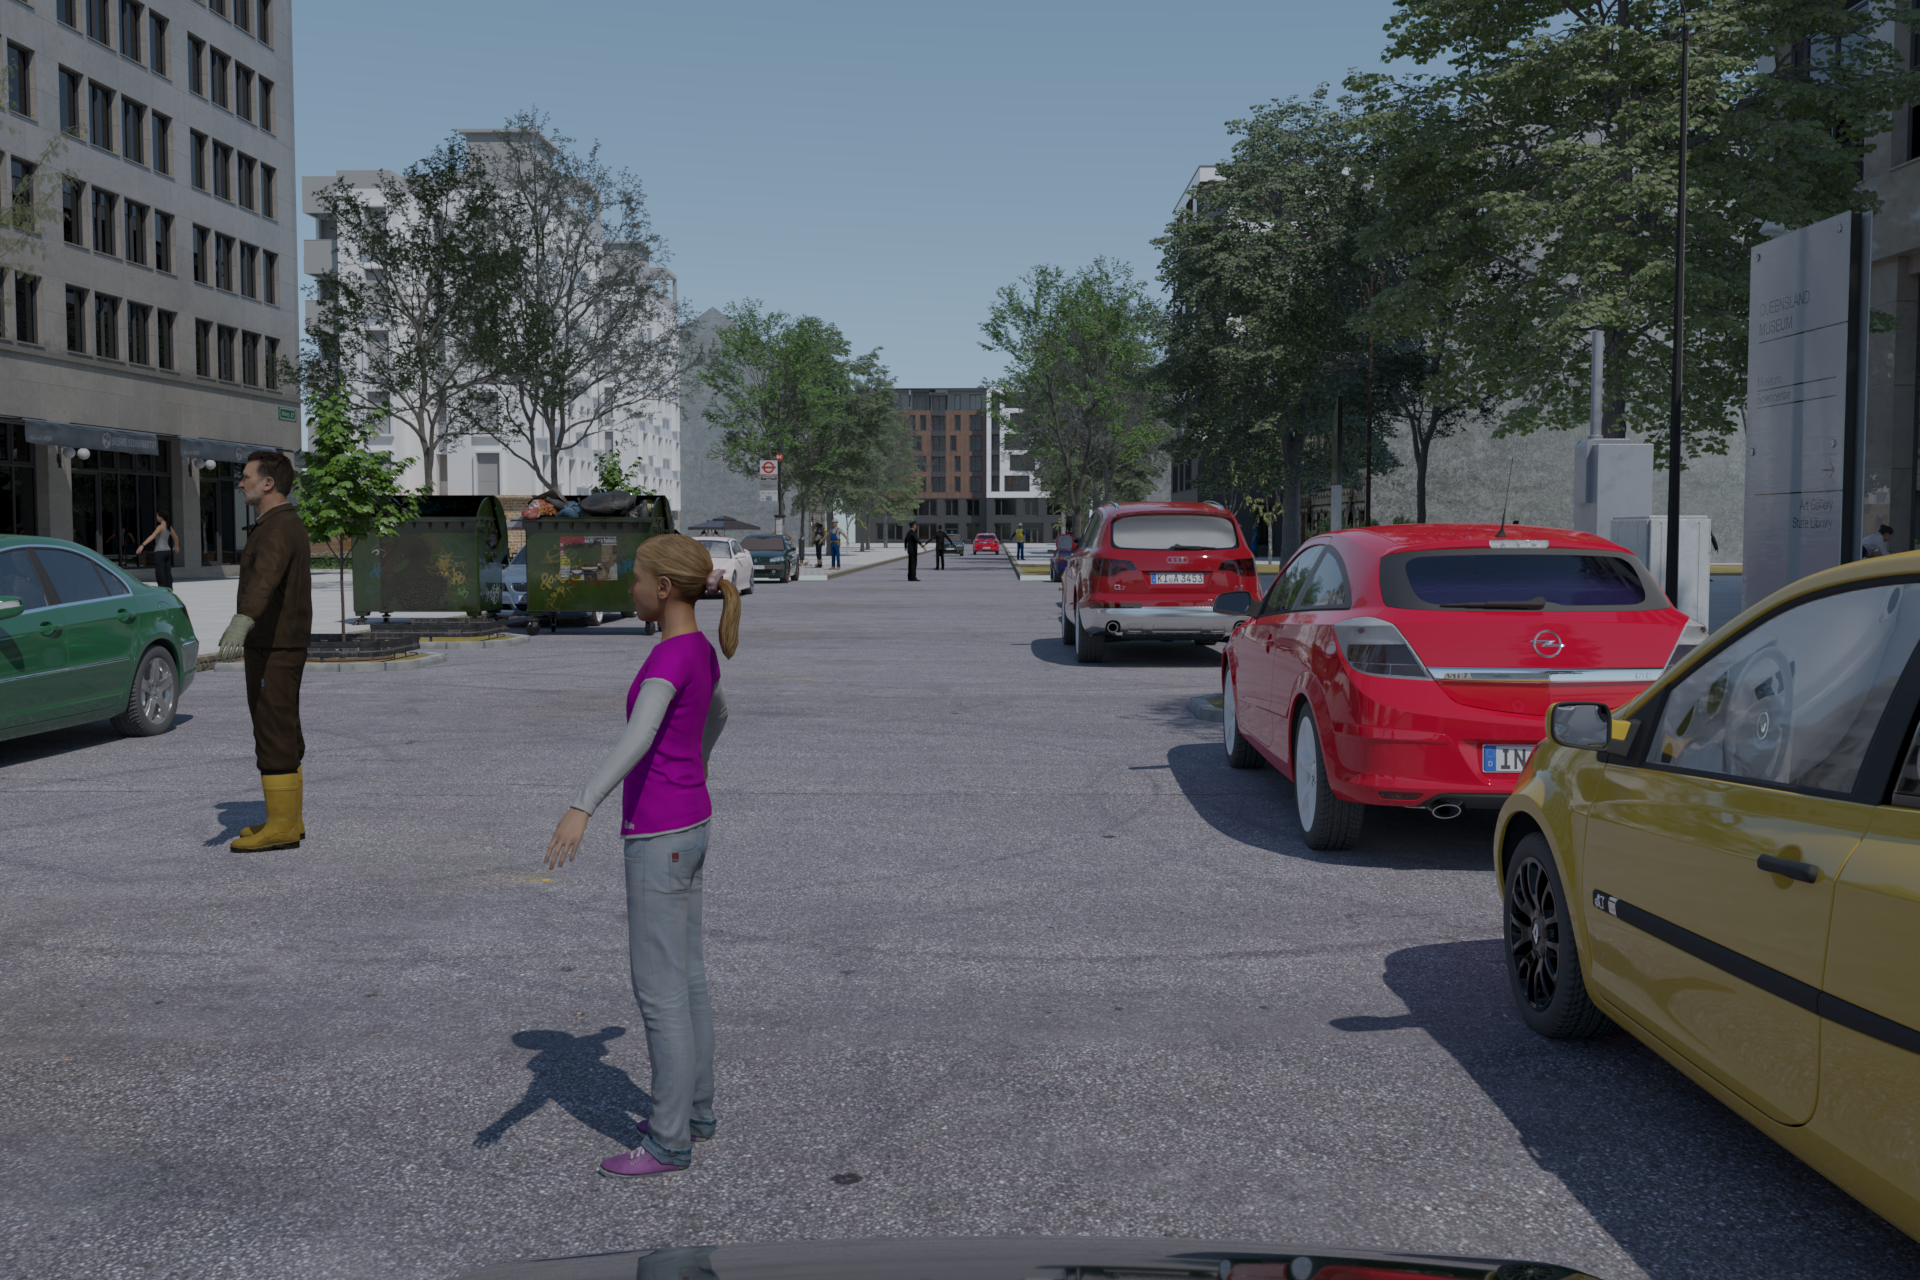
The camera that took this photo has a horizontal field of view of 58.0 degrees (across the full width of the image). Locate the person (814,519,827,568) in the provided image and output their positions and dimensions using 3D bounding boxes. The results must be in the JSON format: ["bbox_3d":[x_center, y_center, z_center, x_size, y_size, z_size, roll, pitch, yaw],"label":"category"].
[{"bbox_3d":[-5.380,-3.664,65.683,0.705,1.856,1.354,0,4,0],"label":"person"}]

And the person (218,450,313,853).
[{"bbox_3d":[-3.178,0.040,7.940,0.704,1.812,1.346,-1,4,-15],"label":"person"}]

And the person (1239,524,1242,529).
[{"bbox_3d":[13.874,-4.900,86.573,0.721,1.772,1.216,0,4,-7],"label":"person"}]

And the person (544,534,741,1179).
[{"bbox_3d":[-0.722,0.475,3.961,0.599,1.433,0.991,0,4,8],"label":"person"}]

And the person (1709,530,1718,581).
[{"bbox_3d":[20.098,-2.459,46.804,0.990,1.755,0.434,-1,4,-12],"label":"person"}]

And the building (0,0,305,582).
[{"bbox_3d":[-31.621,-14.582,40.583,24.374,26.755,37.873,0,4,2],"label":"building"}]

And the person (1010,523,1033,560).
[{"bbox_3d":[2.996,-4.852,85.302,1.349,1.833,0.705,3,4,36],"label":"person"}]

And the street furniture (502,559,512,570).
[{"bbox_3d":[-12.239,-2.522,56.853,5.734,0.657,10.072,2,4,25],"label":"street furniture"}]

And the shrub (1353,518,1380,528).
[{"bbox_3d":[16.893,-4.080,71.133,1.690,2.028,1.600,0,3,0],"label":"shrub"}]

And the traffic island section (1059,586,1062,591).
[{"bbox_3d":[3.523,-1.303,44.177,1.991,0.108,1.994,0,4,1],"label":"traffic island section"}]

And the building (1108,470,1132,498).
[{"bbox_3d":[26.791,-22.556,199.726,19.493,23.208,18.063,0,4,2],"label":"building"}]

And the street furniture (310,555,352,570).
[{"bbox_3d":[-23.756,-2.923,63.420,10.072,0.657,5.734,0,4,3],"label":"street furniture"}]

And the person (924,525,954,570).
[{"bbox_3d":[-0.813,-3.687,68.964,1.346,1.802,0.704,-2,4,-28],"label":"person"}]

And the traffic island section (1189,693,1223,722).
[{"bbox_3d":[2.863,0.554,13.813,1.991,0.108,1.994,0,4,2],"label":"traffic island section"}]

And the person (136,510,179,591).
[{"bbox_3d":[-15.186,-1.593,32.849,0.721,1.737,1.217,1,4,9],"label":"person"}]

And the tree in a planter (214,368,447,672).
[{"bbox_3d":[-6.751,-1.324,18.862,1.991,3.239,1.994,0,4,1],"label":"tree in a planter"}]

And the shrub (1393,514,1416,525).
[{"bbox_3d":[16.404,-3.688,64.345,1.661,2.075,1.752,0,3,0],"label":"shrub"}]

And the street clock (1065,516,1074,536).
[{"bbox_3d":[4.420,-4.009,70.117,0.358,2.002,0.471,0,4,1],"label":"street clock"}]

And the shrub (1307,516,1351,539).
[{"bbox_3d":[13.812,-3.696,64.466,1.661,2.075,1.752,0,3,0],"label":"shrub"}]

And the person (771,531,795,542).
[{"bbox_3d":[-6.906,-3.638,66.276,1.217,1.733,0.721,0,4,-6],"label":"person"}]

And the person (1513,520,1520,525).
[{"bbox_3d":[18.625,-3.120,57.728,0.721,1.740,1.216,0,4,0],"label":"person"}]

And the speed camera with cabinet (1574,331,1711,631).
[{"bbox_3d":[6.384,-1.342,16.276,0.660,3.252,2.038,0,4,1],"label":"speed camera with cabinet"}]

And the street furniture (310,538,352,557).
[{"bbox_3d":[-24.636,-3.932,71.149,11.010,1.723,9.812,2,4,25],"label":"street furniture"}]

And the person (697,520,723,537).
[{"bbox_3d":[-9.789,-3.770,67.782,1.345,1.843,0.704,-1,4,-12],"label":"person"}]

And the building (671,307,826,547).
[{"bbox_3d":[-23.821,-21.158,176.855,19.493,23.208,18.063,0,4,0],"label":"building"}]

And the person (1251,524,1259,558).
[{"bbox_3d":[15.846,-5.316,93.042,0.704,1.817,1.347,1,4,12],"label":"person"}]

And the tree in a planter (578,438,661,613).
[{"bbox_3d":[-6.469,-2.155,32.451,1.991,3.239,1.994,0,4,1],"label":"tree in a planter"}]

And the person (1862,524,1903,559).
[{"bbox_3d":[14.175,-1.085,26.974,0.799,1.438,0.628,-2,4,-35],"label":"person"}]

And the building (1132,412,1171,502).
[{"bbox_3d":[27.985,-21.410,180.978,19.493,23.208,18.063,0,4,2],"label":"building"}]

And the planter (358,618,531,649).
[{"bbox_3d":[-6.690,-0.083,22.498,1.991,0.319,1.994,0,4,1],"label":"planter"}]

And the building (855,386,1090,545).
[{"bbox_3d":[2.171,-24.724,250.664,32.646,21.610,27.936,0,4,3],"label":"building"}]

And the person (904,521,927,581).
[{"bbox_3d":[-1.410,-2.702,52.569,0.705,1.837,1.347,-2,4,-29],"label":"person"}]

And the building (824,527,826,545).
[{"bbox_3d":[-20.391,-16.190,206.861,9.099,9.664,28.070,0,4,2],"label":"building"}]

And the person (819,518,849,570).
[{"bbox_3d":[-4.499,-3.456,62.363,1.347,1.847,0.705,2,4,33],"label":"person"}]

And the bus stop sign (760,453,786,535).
[{"bbox_3d":[-6.171,-4.190,57.210,0.855,3.939,0.416,0,4,3],"label":"bus stop sign"}]

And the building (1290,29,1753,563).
[{"bbox_3d":[27.347,-15.502,84.383,19.493,23.208,18.063,0,4,1],"label":"building"}]

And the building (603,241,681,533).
[{"bbox_3d":[-25.669,-15.702,113.148,16.016,20.090,11.380,0,4,2],"label":"building"}]

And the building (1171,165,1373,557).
[{"bbox_3d":[27.438,-16.417,112.400,27.936,21.610,32.646,0,4,1],"label":"building"}]

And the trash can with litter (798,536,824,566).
[{"bbox_3d":[-6.271,-3.624,70.303,1.678,1.210,2.233,0,4,3],"label":"trash can with litter"}]

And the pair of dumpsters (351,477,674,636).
[{"bbox_3d":[-6.397,-1.215,24.818,4.436,2.255,1.574,0,4,2],"label":"pair of dumpsters"}]

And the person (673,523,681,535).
[{"bbox_3d":[-13.304,-4.535,80.339,1.347,1.806,0.705,-2,4,-32],"label":"person"}]
